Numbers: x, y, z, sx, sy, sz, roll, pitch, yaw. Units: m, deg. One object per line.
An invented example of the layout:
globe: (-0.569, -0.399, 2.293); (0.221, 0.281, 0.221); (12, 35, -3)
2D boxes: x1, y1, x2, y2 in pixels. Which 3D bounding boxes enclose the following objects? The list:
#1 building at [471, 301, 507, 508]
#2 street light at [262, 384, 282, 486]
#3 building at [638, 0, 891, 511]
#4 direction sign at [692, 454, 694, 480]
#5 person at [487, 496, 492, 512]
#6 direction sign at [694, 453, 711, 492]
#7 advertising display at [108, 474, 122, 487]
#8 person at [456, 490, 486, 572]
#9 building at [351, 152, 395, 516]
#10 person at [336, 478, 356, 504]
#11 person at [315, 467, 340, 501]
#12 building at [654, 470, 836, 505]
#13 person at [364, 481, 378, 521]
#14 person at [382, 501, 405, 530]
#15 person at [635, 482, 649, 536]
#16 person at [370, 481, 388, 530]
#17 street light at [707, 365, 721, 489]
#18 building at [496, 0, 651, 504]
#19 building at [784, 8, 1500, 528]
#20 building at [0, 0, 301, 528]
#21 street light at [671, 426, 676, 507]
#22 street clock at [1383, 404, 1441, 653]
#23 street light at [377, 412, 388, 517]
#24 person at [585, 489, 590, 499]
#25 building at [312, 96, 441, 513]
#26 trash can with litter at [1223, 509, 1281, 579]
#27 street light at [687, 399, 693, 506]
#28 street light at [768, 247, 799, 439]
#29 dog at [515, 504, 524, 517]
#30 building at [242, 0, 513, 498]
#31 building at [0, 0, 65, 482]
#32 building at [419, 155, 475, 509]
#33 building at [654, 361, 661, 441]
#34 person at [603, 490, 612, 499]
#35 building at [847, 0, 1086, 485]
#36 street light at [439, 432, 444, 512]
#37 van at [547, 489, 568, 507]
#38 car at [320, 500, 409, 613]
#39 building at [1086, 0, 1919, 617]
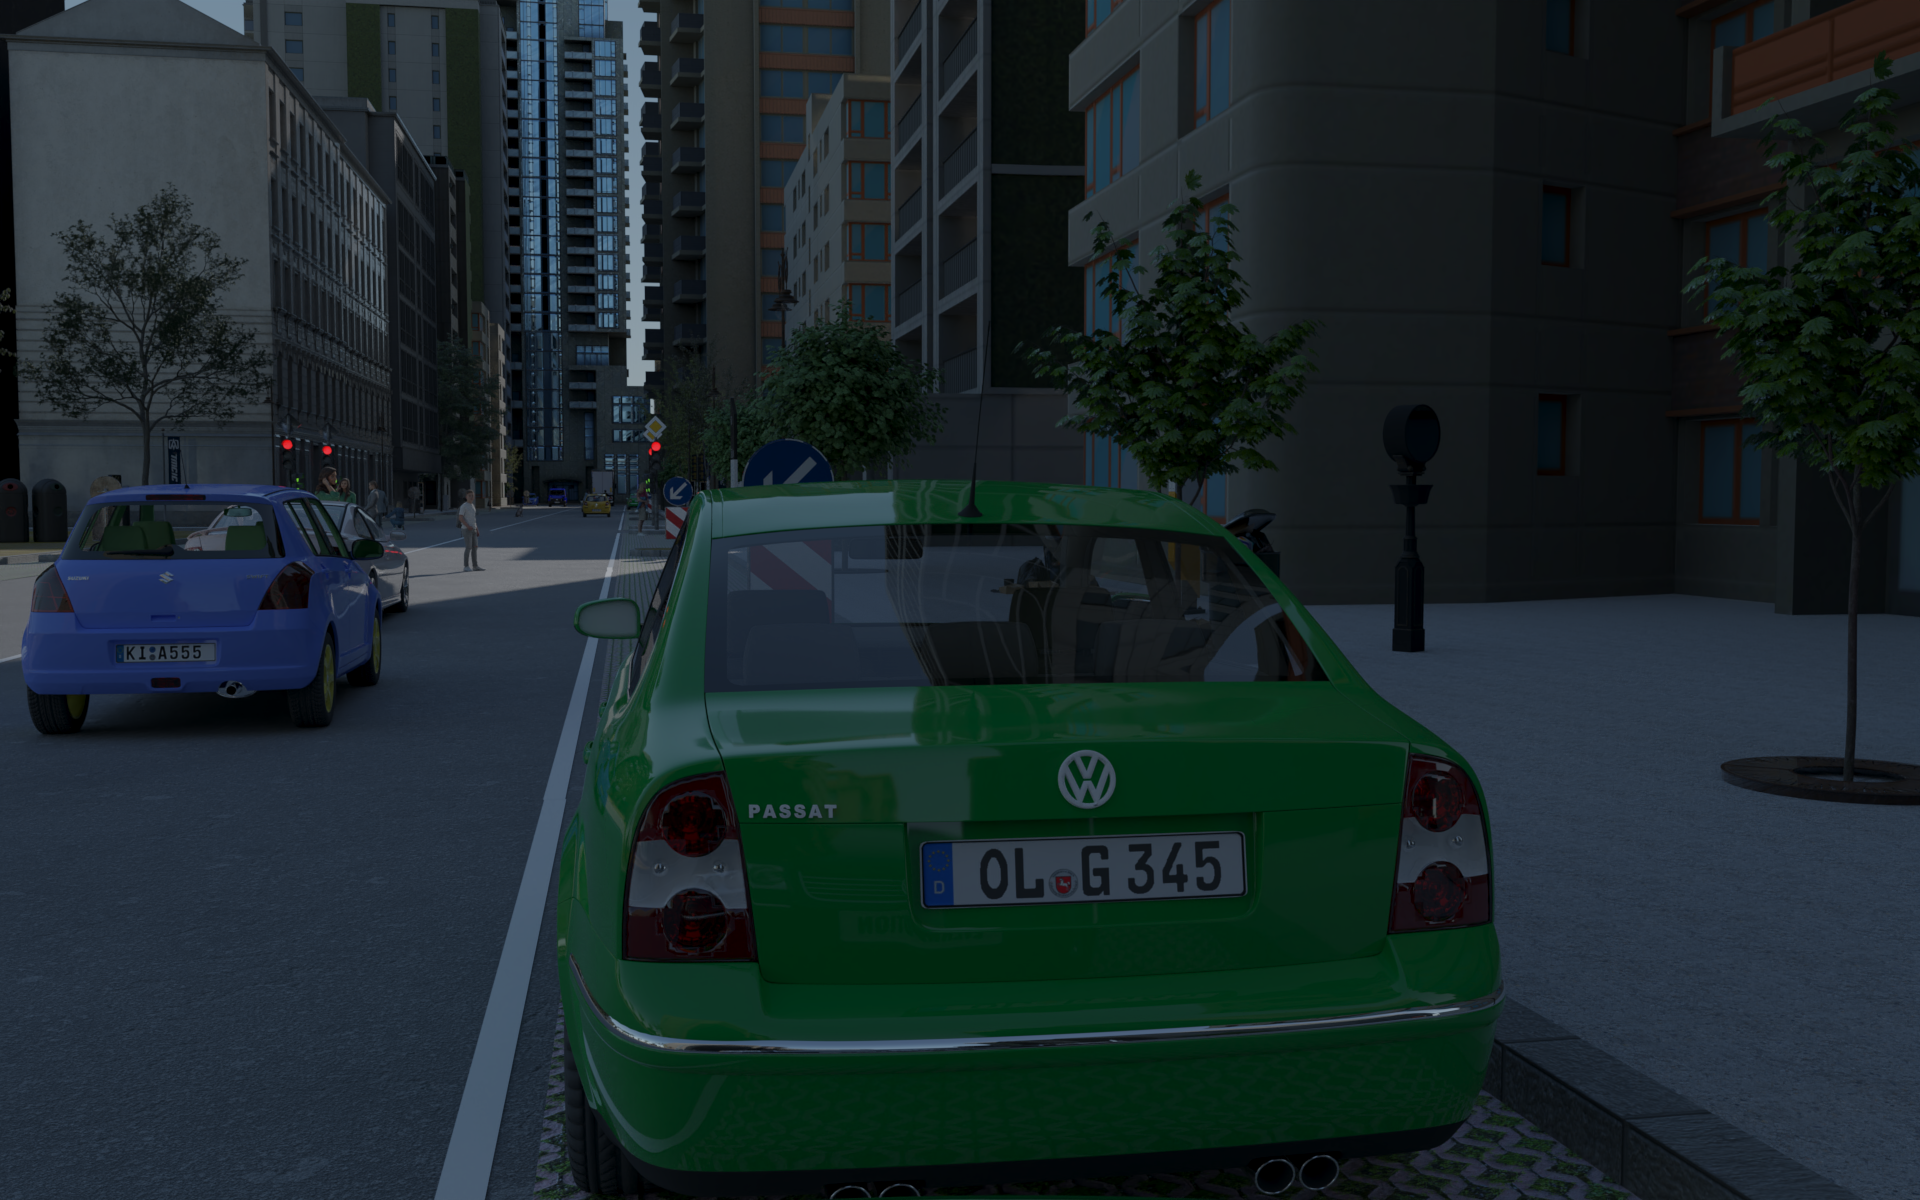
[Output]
building: (-59.161, -19.706, 167.226); (27.650, 21.520, 28.899); (-1, 4, -11)
street light: (-26.901, -5.813, 67.824); (0.468, 5.910, 1.993); (-1, 4, -11)
building: (-12.923, -29.144, 131.135); (22.147, 44.769, 28.867); (-1, 4, -11)
direction sign: (-14.929, -6.535, 98.846); (0.876, 3.537, 0.379); (2, 4, 25)
person: (-38.599, -7.879, 141.998); (0.373, 1.253, 0.362); (-2, 4, -24)
direction sign: (-14.272, -6.414, 96.860); (0.379, 3.537, 0.876); (3, 4, 38)
advertising display: (-27.973, -3.190, 57.366); (0.123, 1.923, 0.974); (-1, 4, -8)
person: (-9.079, -1.286, 32.128); (0.523, 1.515, 0.503); (-1, 4, -15)
building: (-36.684, -14.922, 93.126); (9.793, 20.994, 18.267); (-1, 4, -11)
person: (-14.163, -1.907, 39.934); (0.600, 1.795, 0.529); (-1, 4, -15)
person: (-8.535, -0.896, 23.398); (0.529, 1.795, 0.600); (0, 4, -1)
building: (-26.742, -47.136, 208.930); (20.563, 71.187, 20.611); (-1, 4, -11)
person: (-16.026, -2.333, 46.921); (0.573, 1.790, 0.520); (-2, 4, -29)
person: (-22.480, -3.359, 68.926); (1.012, 1.151, 0.738); (-3, 5, -40)
person: (-10.858, -3.104, 59.231); (0.573, 1.828, 0.580); (-2, 4, -35)
person: (-17.304, -2.620, 51.438); (0.391, 1.810, 0.635); (1, 4, 18)
street light: (-8.794, -5.456, 61.994); (0.468, 5.910, 1.993); (-1, 4, -11)
building: (-57.762, -56.272, 232.712); (31.000, 86.520, 22.319); (-1, 4, -11)
building: (6.829, -14.840, 87.670); (28.899, 21.520, 27.650); (-1, 4, -11)
building: (-33.043, -13.829, 75.258); (9.793, 20.994, 18.267); (-1, 4, -11)
street light: (-18.875, -8.664, 114.443); (0.468, 5.910, 1.993); (-1, 4, -11)
street clock: (3.661, -0.582, 14.079); (0.471, 2.002, 0.358); (-3, 4, -39)
street light: (-32.477, -7.623, 97.422); (0.468, 5.910, 1.993); (-1, 4, -11)
person: (-27.384, -7.240, 127.138); (0.793, 1.790, 0.793); (2, 4, 32)
building: (-42.707, -19.563, 113.362); (14.314, 27.812, 24.014); (-1, 4, -11)
trash can with litter: (1.939, -0.120, 13.346); (0.624, 1.170, 1.055); (-3, 5, -44)
street light: (-13.198, -6.841, 84.636); (0.468, 5.910, 1.993); (-1, 4, -11)
street light: (-3.323, -3.661, 32.642); (0.468, 5.910, 1.993); (-1, 4, -11)
dog: (-27.665, -5.594, 108.297); (0.800, 0.831, 0.513); (0, 4, -8)
building: (-67.264, -40.360, 201.891); (28.212, 58.520, 21.231); (-1, 4, -11)
building: (-45.767, -14.633, 68.922); (15.834, 23.373, 12.332); (-1, 4, -11)
building: (-49.102, -22.924, 146.503); (14.160, 30.474, 14.107); (-1, 4, -11)
building: (-28.096, -24.346, 243.091); (28.899, 21.520, 27.650); (-1, 4, -11)
person: (-37.066, -10.575, 181.035); (1.348, 1.869, 0.705); (-1, 4, -15)
building: (7.538, -37.181, 46.168); (20.563, 71.187, 20.611); (-1, 4, -11)
street light: (-38.001, -9.418, 126.764); (0.468, 5.910, 1.993); (-1, 4, -11)
van: (-44.685, -11.492, 192.277); (2.240, 2.365, 5.245); (-1, 4, -12)
car: (-7.350, -0.432, 19.419); (2.083, 1.381, 4.827); (-1, 4, -11)
building: (18.065, -10.481, 16.407); (27.650, 21.520, 28.899); (-1, 4, -11)
